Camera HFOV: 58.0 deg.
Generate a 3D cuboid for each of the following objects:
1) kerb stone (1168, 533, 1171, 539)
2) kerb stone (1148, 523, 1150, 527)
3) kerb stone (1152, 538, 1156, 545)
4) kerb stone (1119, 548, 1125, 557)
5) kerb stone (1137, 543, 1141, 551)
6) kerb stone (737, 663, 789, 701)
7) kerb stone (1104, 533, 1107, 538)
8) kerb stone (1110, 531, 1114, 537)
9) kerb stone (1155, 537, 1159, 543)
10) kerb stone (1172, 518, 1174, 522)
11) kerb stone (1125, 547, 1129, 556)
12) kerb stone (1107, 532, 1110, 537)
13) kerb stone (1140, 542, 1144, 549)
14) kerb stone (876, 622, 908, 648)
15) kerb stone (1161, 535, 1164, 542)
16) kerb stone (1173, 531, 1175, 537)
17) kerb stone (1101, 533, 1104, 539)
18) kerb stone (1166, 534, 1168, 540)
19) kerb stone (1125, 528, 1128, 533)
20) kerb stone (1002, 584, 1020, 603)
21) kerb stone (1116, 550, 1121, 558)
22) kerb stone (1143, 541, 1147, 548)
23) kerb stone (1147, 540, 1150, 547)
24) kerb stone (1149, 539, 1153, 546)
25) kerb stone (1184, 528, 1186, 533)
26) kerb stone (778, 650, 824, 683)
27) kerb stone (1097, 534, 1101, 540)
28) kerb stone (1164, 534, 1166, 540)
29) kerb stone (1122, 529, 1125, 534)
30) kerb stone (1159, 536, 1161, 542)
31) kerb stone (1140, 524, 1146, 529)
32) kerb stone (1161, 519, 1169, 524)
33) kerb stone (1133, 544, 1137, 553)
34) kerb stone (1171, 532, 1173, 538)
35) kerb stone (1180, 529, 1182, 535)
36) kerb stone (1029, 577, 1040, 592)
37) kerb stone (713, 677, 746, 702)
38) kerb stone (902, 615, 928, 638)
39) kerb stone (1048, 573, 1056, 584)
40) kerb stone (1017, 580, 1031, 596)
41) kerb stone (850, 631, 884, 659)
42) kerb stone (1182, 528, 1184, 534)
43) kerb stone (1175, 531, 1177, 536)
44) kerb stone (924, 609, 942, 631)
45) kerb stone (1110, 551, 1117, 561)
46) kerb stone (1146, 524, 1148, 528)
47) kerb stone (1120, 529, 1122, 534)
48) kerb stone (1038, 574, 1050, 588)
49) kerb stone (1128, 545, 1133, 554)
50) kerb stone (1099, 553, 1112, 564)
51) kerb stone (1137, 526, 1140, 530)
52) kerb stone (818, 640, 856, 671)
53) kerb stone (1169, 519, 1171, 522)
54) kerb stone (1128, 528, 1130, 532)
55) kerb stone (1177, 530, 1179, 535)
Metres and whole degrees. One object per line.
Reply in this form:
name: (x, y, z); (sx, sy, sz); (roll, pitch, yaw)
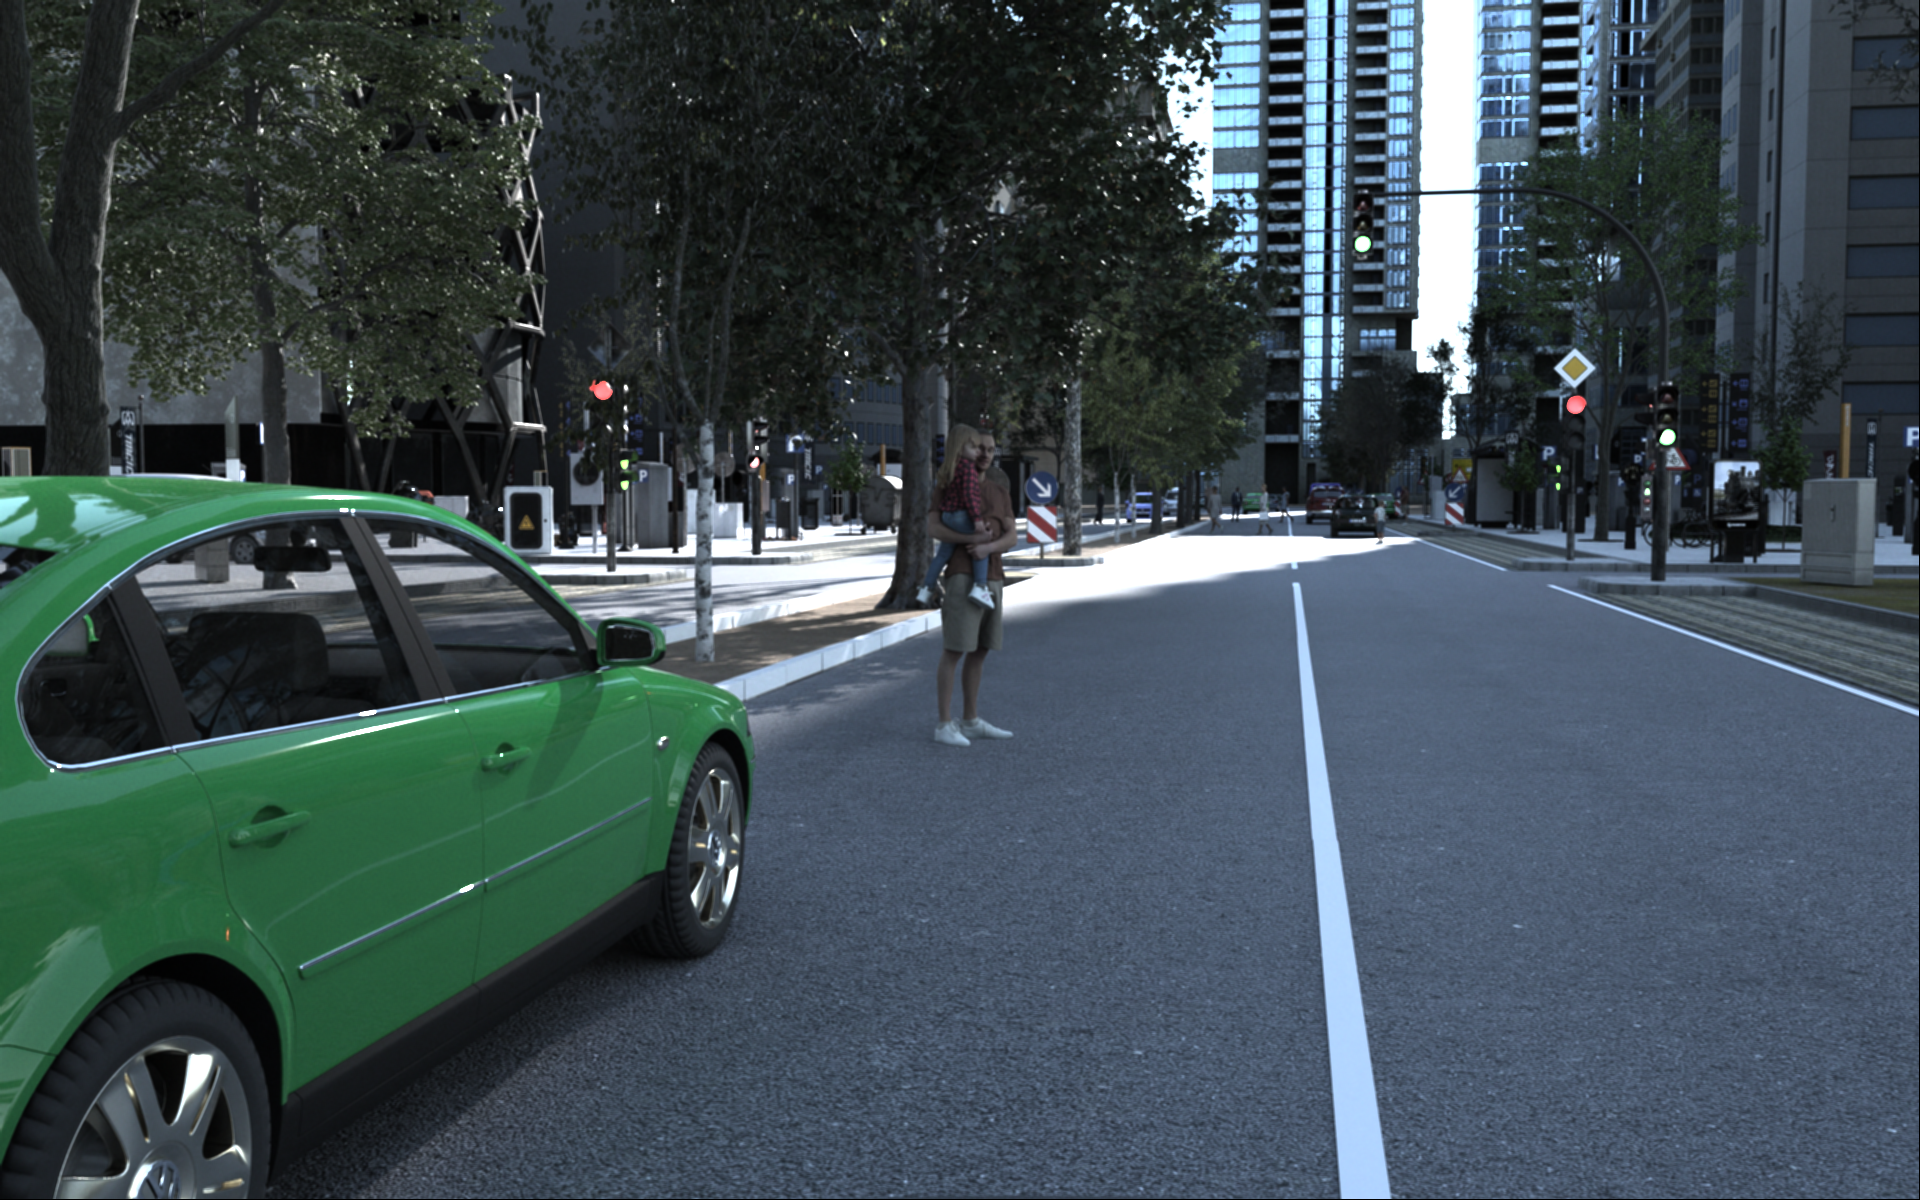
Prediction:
kerb stone: (6.428, -1.963, 54.297); (0.120, 0.150, 1.000); (1, 4, 11)
kerb stone: (7.781, -3.097, 72.826); (0.120, 0.150, 1.000); (1, 4, 11)
kerb stone: (5.289, -1.593, 48.256); (0.120, 0.150, 1.000); (1, 4, 11)
kerb stone: (3.578, -1.040, 39.193); (0.120, 0.150, 1.000); (1, 4, 11)
kerb stone: (4.350, -1.287, 43.231); (0.120, 0.150, 1.000); (1, 4, 11)
kerb stone: (-1.452, 0.594, 12.478); (0.120, 0.150, 1.000); (1, 4, 11)
kerb stone: (4.550, -2.049, 55.689); (0.120, 0.150, 1.000); (1, 4, 11)
kerb stone: (4.939, -2.169, 57.704); (0.120, 0.150, 1.000); (1, 4, 11)
kerb stone: (5.478, -1.655, 49.261); (0.120, 0.150, 1.000); (1, 4, 11)
kerb stone: (10.627, -4.021, 87.945); (0.120, 0.150, 1.000); (1, 4, 11)
kerb stone: (3.768, -1.102, 40.210); (0.120, 0.150, 1.000); (1, 4, 11)
kerb stone: (4.733, -2.110, 56.695); (0.120, 0.150, 1.000); (1, 4, 11)
kerb stone: (4.532, -1.348, 44.238); (0.120, 0.150, 1.000); (1, 4, 11)
kerb stone: (-0.686, 0.347, 16.525); (0.120, 0.150, 1.000); (1, 4, 11)
kerb stone: (5.858, -1.779, 51.283); (0.120, 0.150, 1.000); (1, 4, 11)
kerb stone: (6.806, -2.087, 56.310); (0.120, 0.150, 1.000); (1, 4, 11)
kerb stone: (4.364, -1.987, 54.684); (0.120, 0.150, 1.000); (1, 4, 11)
kerb stone: (6.234, -1.900, 53.293); (0.120, 0.150, 1.000); (1, 4, 11)
kerb stone: (5.883, -2.479, 62.743); (0.120, 0.150, 1.000); (1, 4, 11)
kerb stone: (0.645, -0.084, 23.574); (0.120, 0.150, 1.000); (1, 4, 11)
kerb stone: (3.385, -0.977, 38.179); (0.120, 0.150, 1.000); (1, 4, 11)
kerb stone: (4.721, -1.401, 45.243); (0.120, 0.150, 1.000); (1, 4, 11)
kerb stone: (4.908, -1.471, 46.248); (0.120, 0.150, 1.000); (1, 4, 11)
kerb stone: (5.098, -1.533, 47.252); (0.120, 0.150, 1.000); (1, 4, 11)
kerb stone: (7.944, -2.454, 62.357); (0.120, 0.150, 1.000); (1, 4, 11)
kerb stone: (-1.269, 0.532, 13.492); (0.120, 0.150, 1.000); (1, 4, 11)
kerb stone: (4.171, -1.925, 53.667); (0.120, 0.150, 1.000); (1, 4, 11)
kerb stone: (6.054, -1.839, 52.287); (0.120, 0.150, 1.000); (1, 4, 11)
kerb stone: (5.698, -2.419, 61.738); (0.120, 0.150, 1.000); (1, 4, 11)
kerb stone: (5.668, -1.717, 50.273); (0.120, 0.150, 1.000); (1, 4, 11)
kerb stone: (7.403, -2.967, 70.801); (0.120, 0.150, 1.000); (1, 4, 11)
kerb stone: (10.054, -3.836, 84.919); (0.120, 0.150, 1.000); (1, 4, 11)
kerb stone: (4.154, -1.225, 42.225); (0.120, 0.150, 1.000); (1, 4, 11)
kerb stone: (6.616, -2.025, 55.304); (0.120, 0.150, 1.000); (1, 4, 11)
kerb stone: (7.570, -2.333, 60.336); (0.120, 0.150, 1.000); (1, 4, 11)
kerb stone: (1.017, -0.205, 25.585); (0.120, 0.150, 1.000); (1, 4, 11)
kerb stone: (-1.643, 0.657, 11.473); (0.120, 0.150, 1.000); (1, 4, 11)
kerb stone: (-0.508, 0.285, 17.532); (0.120, 0.150, 1.000); (1, 4, 11)
kerb stone: (1.400, -0.327, 27.594); (0.120, 0.150, 1.000); (1, 4, 11)
kerb stone: (0.834, -0.146, 24.579); (0.120, 0.150, 1.000); (1, 4, 11)
kerb stone: (-0.878, 0.413, 15.505); (0.120, 0.150, 1.000); (1, 4, 11)
kerb stone: (7.753, -2.390, 61.346); (0.120, 0.150, 1.000); (1, 4, 11)
kerb stone: (7.000, -2.147, 57.323); (0.120, 0.150, 1.000); (1, 4, 11)
kerb stone: (-0.305, 0.223, 18.544); (0.120, 0.150, 1.000); (1, 4, 11)
kerb stone: (3.202, -0.915, 37.167); (0.120, 0.150, 1.000); (1, 4, 11)
kerb stone: (7.592, -3.035, 71.820); (0.120, 0.150, 1.000); (1, 4, 11)
kerb stone: (5.499, -2.357, 60.726); (0.120, 0.150, 1.000); (1, 4, 11)
kerb stone: (1.211, -0.269, 26.588); (0.120, 0.150, 1.000); (1, 4, 11)
kerb stone: (3.959, -1.163, 41.219); (0.120, 0.150, 1.000); (1, 4, 11)
kerb stone: (3.011, -0.854, 36.163); (0.120, 0.150, 1.000); (1, 4, 11)
kerb stone: (6.835, -2.786, 67.786); (0.120, 0.150, 1.000); (1, 4, 11)
kerb stone: (-1.072, 0.471, 14.498); (0.120, 0.150, 1.000); (1, 4, 11)
kerb stone: (10.254, -3.895, 85.931); (0.120, 0.150, 1.000); (1, 4, 11)
kerb stone: (6.074, -2.542, 63.762); (0.120, 0.150, 1.000); (1, 4, 11)
kerb stone: (7.184, -2.210, 58.328); (0.120, 0.150, 1.000); (1, 4, 11)
